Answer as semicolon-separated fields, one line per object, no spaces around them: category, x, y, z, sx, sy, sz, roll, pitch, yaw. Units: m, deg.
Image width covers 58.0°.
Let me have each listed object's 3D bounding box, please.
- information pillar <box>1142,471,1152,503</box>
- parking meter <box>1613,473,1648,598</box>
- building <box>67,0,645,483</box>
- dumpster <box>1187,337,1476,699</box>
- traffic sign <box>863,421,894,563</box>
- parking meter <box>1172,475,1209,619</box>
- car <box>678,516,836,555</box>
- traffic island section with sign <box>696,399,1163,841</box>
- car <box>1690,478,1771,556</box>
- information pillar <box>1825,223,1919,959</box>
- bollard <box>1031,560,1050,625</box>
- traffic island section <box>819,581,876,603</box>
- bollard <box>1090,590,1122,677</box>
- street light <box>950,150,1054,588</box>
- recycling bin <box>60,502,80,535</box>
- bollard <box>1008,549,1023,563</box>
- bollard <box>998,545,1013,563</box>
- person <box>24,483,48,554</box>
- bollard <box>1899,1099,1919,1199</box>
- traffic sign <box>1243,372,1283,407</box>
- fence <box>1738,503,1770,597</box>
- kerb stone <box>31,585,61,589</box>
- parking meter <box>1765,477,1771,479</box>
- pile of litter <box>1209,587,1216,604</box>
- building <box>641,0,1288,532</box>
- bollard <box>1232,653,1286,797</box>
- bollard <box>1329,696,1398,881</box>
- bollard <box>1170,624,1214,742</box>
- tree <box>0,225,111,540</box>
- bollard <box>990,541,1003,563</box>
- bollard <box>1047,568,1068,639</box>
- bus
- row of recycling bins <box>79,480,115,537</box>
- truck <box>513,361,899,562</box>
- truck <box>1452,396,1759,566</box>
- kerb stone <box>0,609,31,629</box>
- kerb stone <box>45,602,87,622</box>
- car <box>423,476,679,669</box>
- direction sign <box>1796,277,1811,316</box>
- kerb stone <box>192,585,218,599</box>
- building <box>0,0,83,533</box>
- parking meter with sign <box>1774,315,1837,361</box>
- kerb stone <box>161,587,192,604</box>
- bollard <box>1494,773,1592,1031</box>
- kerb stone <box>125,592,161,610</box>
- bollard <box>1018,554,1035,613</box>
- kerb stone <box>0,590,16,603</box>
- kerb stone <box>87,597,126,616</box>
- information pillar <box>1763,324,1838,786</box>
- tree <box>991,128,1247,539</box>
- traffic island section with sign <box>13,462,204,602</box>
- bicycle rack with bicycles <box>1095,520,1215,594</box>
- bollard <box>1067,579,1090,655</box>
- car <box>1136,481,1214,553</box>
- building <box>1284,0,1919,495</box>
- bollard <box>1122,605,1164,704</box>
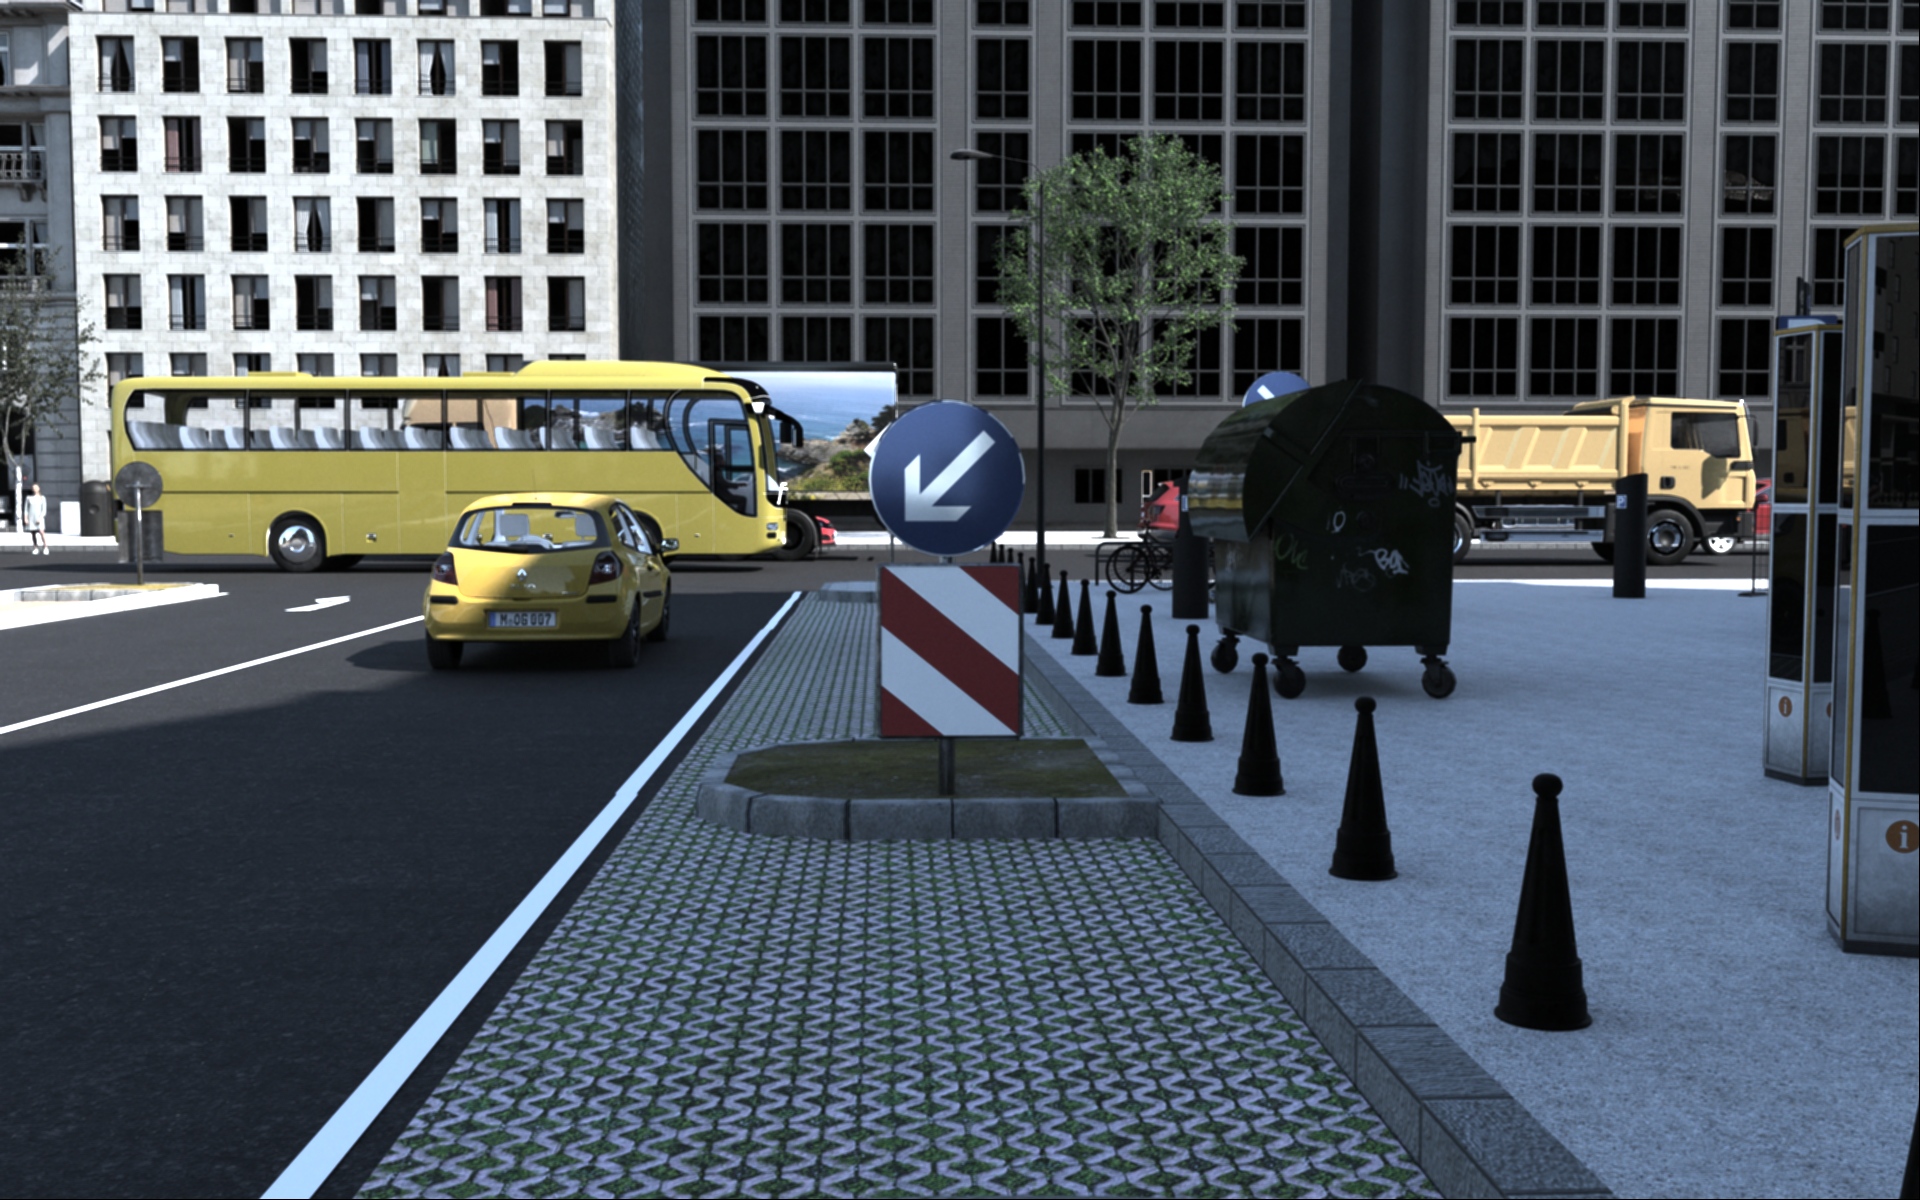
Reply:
information pillar;5.921;-3.086;54.945;0.304;2.012;0.304;1;4;9
parking meter;8.301;-0.797;21.446;0.372;1.533;0.369;0;3;0
building;-19.898;-12.580;60.436;16.860;20.320;10.420;0;4;-3
dumpster;2.435;-0.556;11.590;1.502;2.255;1.985;0;4;-3
traffic sign;-0.946;-1.245;23.996;0.795;2.450;0.064;0;4;-3
parking meter;2.386;-0.580;17.897;0.372;1.533;0.369;0;3;0
car;-5.218;-1.988;41.547;4.494;1.783;2.155;0;4;-4
traffic island section with sign;-0.191;0.034;8.071;1.989;1.847;2.006;0;4;-3
car;19.305;-2.002;41.410;5.304;1.827;2.281;0;4;-4
information pillar;2.648;-0.023;4.871;0.304;2.012;0.304;1;4;18
bollard;0.852;-0.063;17.072;0.229;0.601;0.229;0;3;0
traffic island section;-0.923;-0.110;24.074;2.009;0.180;2.903;0;4;-3
bollard;1.069;0.231;12.259;0.229;0.601;0.229;0;3;0
street light;0.566;-3.121;23.564;1.470;5.913;1.316;0;4;-3
recycling bin;-28.092;-2.589;54.887;0.722;1.027;0.722;-2;4;-28
bollard;0.709;-0.261;20.303;0.229;0.601;0.229;0;3;0
bollard;0.638;-0.359;21.909;0.229;0.601;0.229;0;3;0
person;-22.116;-1.955;41.470;0.512;1.701;0.522;-1;4;-19
bollard;1.506;0.821;2.624;0.229;0.601;0.229;0;3;0
traffic sign;3.307;-1.093;17.979;0.768;2.556;0.104;0;4;3
fence;10.709;-0.602;21.053;0.480;1.192;2.264;-3;5;-41
kerb stone;-12.604;-0.099;23.809;0.120;0.150;1.000;0;4;-3
parking meter;24.876;-2.899;53.107;0.399;1.863;0.255;0;4;-1
pile of litter;3.423;-0.400;20.499;1.176;0.858;1.719;-3;4;-37
building;1.083;-16.516;63.536;24.014;27.812;14.314;0;4;-3
bollard;1.286;0.526;7.437;0.229;0.601;0.229;0;3;0
bollard;1.362;0.624;5.833;0.229;0.601;0.229;0;3;0
bollard;1.215;0.428;9.050;0.229;0.601;0.229;0;3;0
tree;-26.150;-5.982;48.167;4.360;8.622;3.978;0;3;0
bollard;0.564;-0.457;23.514;0.229;0.601;0.229;0;3;0
bollard;0.926;0.035;15.468;0.229;0.601;0.229;0;3;0
bus;-9.171;-2.501;32.439;12.252;3.916;2.896;0;4;-1
row of recycling bins;-25.744;-2.818;53.189;1.069;1.692;3.534;1;4;9
truck;-6.975;-2.985;37.711;11.283;4.237;2.839;0;4;-2
truck;11.881;-2.419;35.480;9.791;3.379;3.469;0;4;-2
kerb stone;-10.267;0.207;18.811;0.120;0.150;1.000;0;4;-3
kerb stone;-10.319;0.144;19.839;0.120;0.150;1.000;0;4;-3
car;-3.613;-0.334;15.688;2.015;1.641;3.980;0;4;-4
direction sign;8.970;-1.622;18.511;0.379;3.537;0.876;2;4;33
kerb stone;-10.509;-0.107;23.940;0.120;0.150;1.000;0;4;-3
building;-40.410;-13.416;61.146;24.055;21.916;13.314;0;4;-3
parking meter with sign;8.142;-1.218;16.174;0.543;3.016;1.738;1;4;8
kerb stone;-10.452;-0.044;22.917;0.120;0.150;1.000;0;4;-3
bollard;1.429;0.723;4.228;0.229;0.601;0.229;0;3;0
kerb stone;-10.408;0.018;21.893;0.120;0.150;1.000;0;4;-3
bollard;0.778;-0.162;18.696;0.229;0.601;0.229;0;3;0
kerb stone;-12.562;-0.036;22.783;0.120;0.150;1.000;0;4;-3
kerb stone;-10.363;0.090;20.863;0.120;0.150;1.000;0;4;-3
information pillar;3.819;-0.196;7.697;0.304;2.012;0.304;-1;4;-9
tree;4.478;-7.560;49.361;9.928;11.665;9.643;0;3;0
traffic island section with sign;-11.551;-0.960;23.836;2.006;1.907;1.989;0;4;-3
bicycle rack with bicycles;3.127;-0.617;23.476;2.925;0.926;2.852;-1;4;-9
bollard;1.000;0.133;13.863;0.229;0.601;0.229;0;3;0
car;6.681;-1.879;39.391;5.304;1.827;2.281;0;4;-2
building;25.726;-16.543;63.987;24.014;27.812;14.314;0;4;-3
bollard;1.144;0.329;10.655;0.229;0.601;0.229;0;3;0
